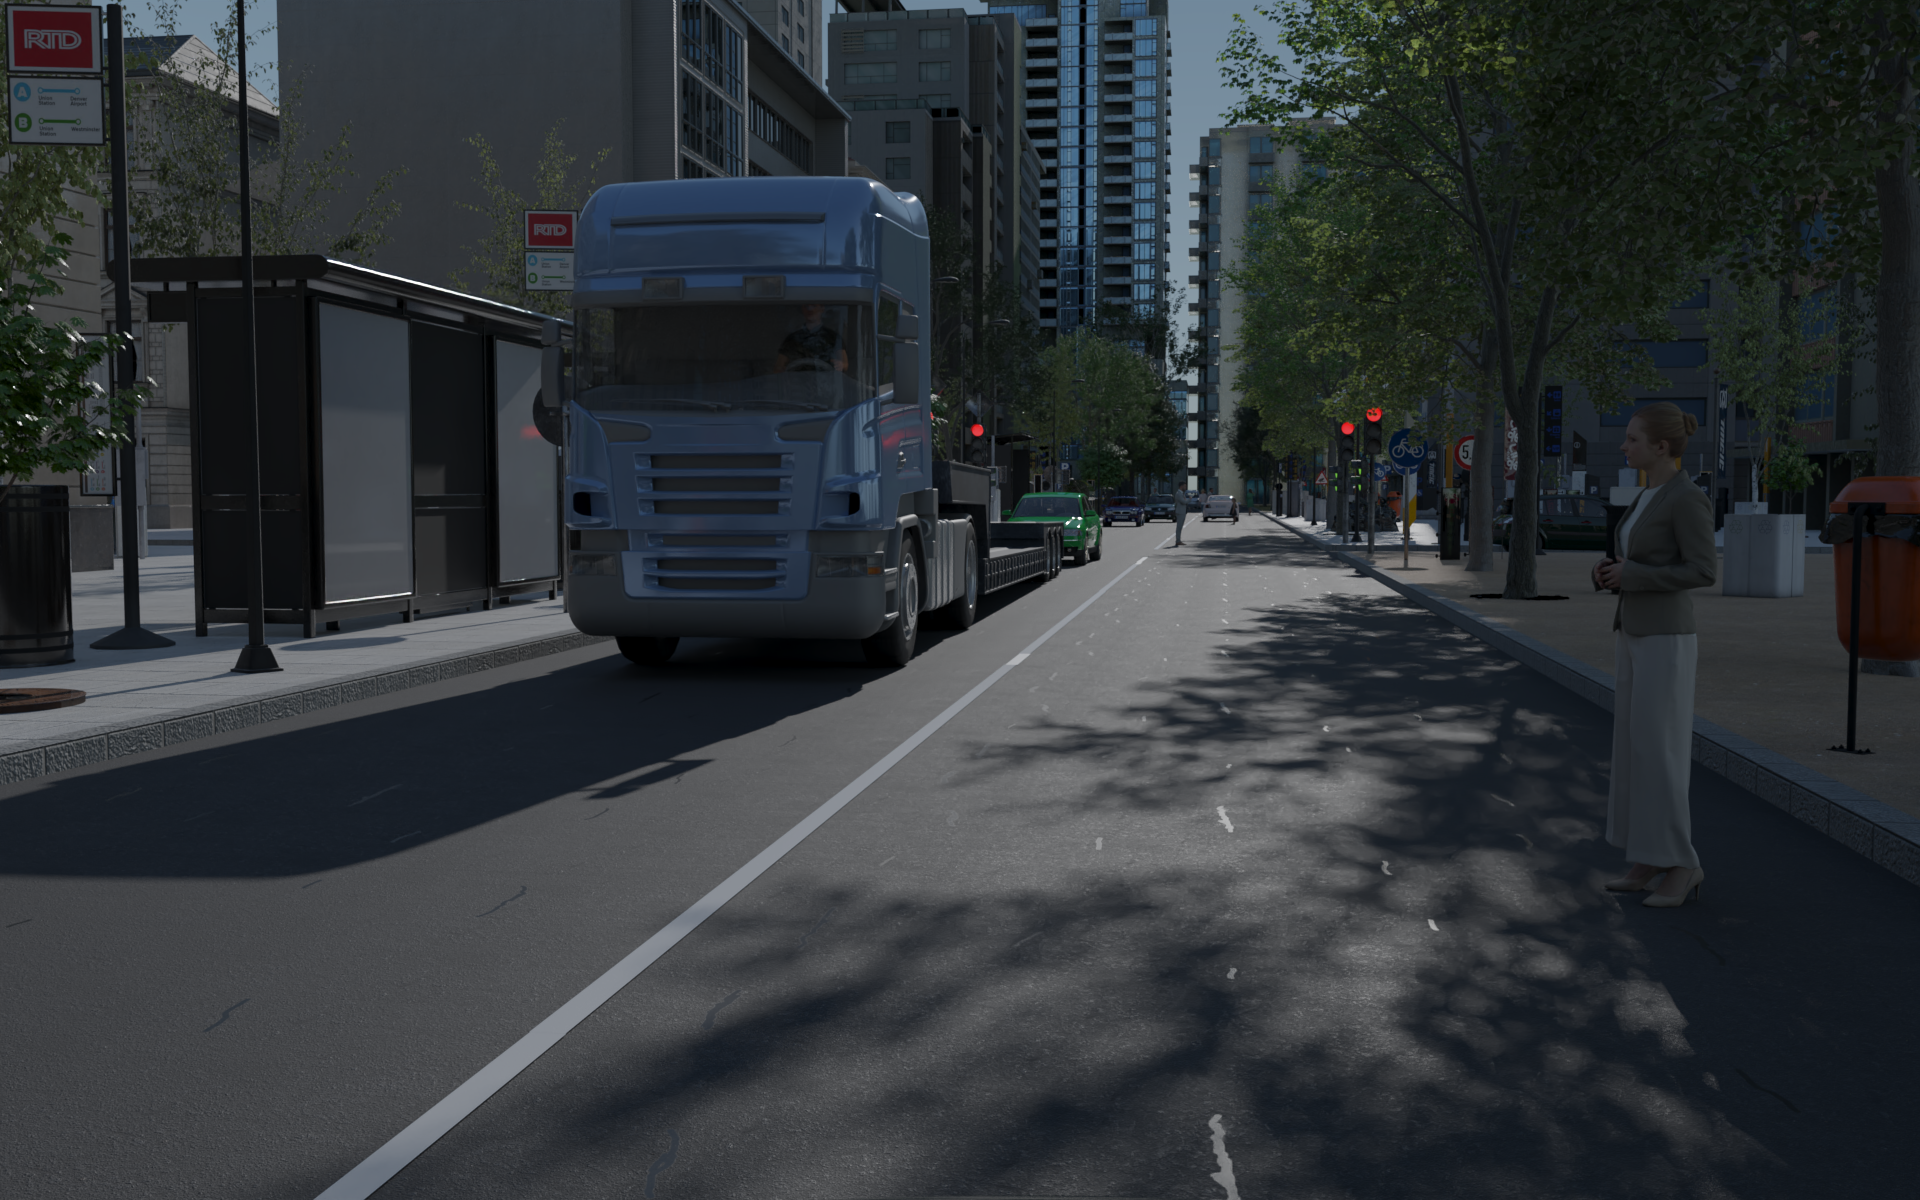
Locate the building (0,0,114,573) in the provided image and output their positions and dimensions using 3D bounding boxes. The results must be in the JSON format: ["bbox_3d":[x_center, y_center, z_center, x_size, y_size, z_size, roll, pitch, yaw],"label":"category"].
[{"bbox_3d":[-27.141,-13.913,24.736,25.104,27.353,12.463,1,4,9],"label":"building"}]

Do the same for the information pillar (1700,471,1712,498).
[{"bbox_3d":[24.293,-3.178,56.454,0.304,2.012,0.304,3,5,42],"label":"information pillar"}]

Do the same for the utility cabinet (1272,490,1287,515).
[{"bbox_3d":[19.878,-6.011,106.964,1.173,1.500,0.318,3,5,42],"label":"utility cabinet"}]

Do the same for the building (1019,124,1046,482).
[{"bbox_3d":[-4.203,-29.446,173.327,23.993,40.220,32.217,1,4,9],"label":"building"}]

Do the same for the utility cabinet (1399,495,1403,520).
[{"bbox_3d":[21.675,-4.522,85.093,1.020,1.237,0.306,0,4,3],"label":"utility cabinet"}]

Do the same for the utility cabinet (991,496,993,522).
[{"bbox_3d":[0.447,-2.504,52.101,1.020,1.237,0.306,1,4,19],"label":"utility cabinet"}]

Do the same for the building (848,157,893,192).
[{"bbox_3d":[-9.004,-16.168,100.504,11.583,22.565,21.152,1,4,9],"label":"building"}]

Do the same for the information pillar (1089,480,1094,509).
[{"bbox_3d":[6.751,-5.196,89.443,0.304,2.012,0.304,1,4,22],"label":"information pillar"}]

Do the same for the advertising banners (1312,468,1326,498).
[{"bbox_3d":[23.586,-7.194,113.807,0.090,3.025,2.074,-1,4,-13],"label":"advertising banners"}]

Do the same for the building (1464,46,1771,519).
[{"bbox_3d":[38.347,-34.224,101.556,21.231,58.520,28.212,1,4,9],"label":"building"}]

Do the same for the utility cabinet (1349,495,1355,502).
[{"bbox_3d":[17.444,-4.087,77.988,0.306,1.237,1.020,2,4,33],"label":"utility cabinet"}]

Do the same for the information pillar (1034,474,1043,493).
[{"bbox_3d":[2.885,-3.637,63.955,0.304,2.012,0.304,0,4,6],"label":"information pillar"}]

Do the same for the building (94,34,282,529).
[{"bbox_3d":[-37.222,-12.498,68.973,19.286,19.102,10.561,1,4,9],"label":"building"}]

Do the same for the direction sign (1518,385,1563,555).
[{"bbox_3d":[12.140,-2.711,36.329,0.876,3.537,0.379,1,4,19],"label":"direction sign"}]

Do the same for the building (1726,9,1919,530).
[{"bbox_3d":[43.929,-24.914,61.965,28.867,44.769,22.147,1,4,9],"label":"building"}]

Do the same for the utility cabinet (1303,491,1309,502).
[{"bbox_3d":[22.765,-6.447,114.084,0.318,1.500,1.173,0,4,5],"label":"utility cabinet"}]

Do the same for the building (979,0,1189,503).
[{"bbox_3d":[14.360,-55.851,225.827,31.000,86.520,22.319,1,4,9],"label":"building"}]

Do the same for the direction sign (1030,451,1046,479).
[{"bbox_3d":[4.028,-6.008,90.225,0.876,3.537,0.379,-1,4,-10],"label":"direction sign"}]

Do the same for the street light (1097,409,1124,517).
[{"bbox_3d":[8.148,-7.483,94.882,1.470,5.913,1.316,1,4,9],"label":"street light"}]

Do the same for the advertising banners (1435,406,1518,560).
[{"bbox_3d":[10.217,-2.306,33.897,2.074,3.025,0.090,-1,4,-21],"label":"advertising banners"}]

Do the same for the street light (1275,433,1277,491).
[{"bbox_3d":[17.661,-7.508,95.296,1.470,5.913,1.316,1,4,9],"label":"street light"}]

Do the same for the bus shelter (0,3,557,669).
[{"bbox_3d":[-6.328,-2.395,16.788,2.179,5.291,8.768,1,4,9],"label":"bus shelter"}]

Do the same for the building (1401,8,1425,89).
[{"bbox_3d":[52.450,-33.327,164.496,23.786,49.044,30.456,1,4,9],"label":"building"}]

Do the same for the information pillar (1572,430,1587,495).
[{"bbox_3d":[22.468,-4.375,62.883,0.504,3.616,0.183,1,4,23],"label":"information pillar"}]

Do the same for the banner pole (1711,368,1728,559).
[{"bbox_3d":[15.136,-2.724,34.550,0.401,3.779,0.863,3,5,43],"label":"banner pole"}]

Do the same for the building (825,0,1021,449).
[{"bbox_3d":[-2.714,-28.156,143.942,14.154,41.232,14.086,1,4,9],"label":"building"}]

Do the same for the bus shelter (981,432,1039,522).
[{"bbox_3d":[1.963,-4.761,69.130,1.731,3.624,6.357,1,4,9],"label":"bus shelter"}]

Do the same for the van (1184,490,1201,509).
[{"bbox_3d":[22.131,-9.678,165.246,2.013,2.044,4.112,0,4,7],"label":"van"}]

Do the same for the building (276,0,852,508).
[{"bbox_3d":[-14.667,-15.622,74.482,14.314,24.678,30.058,1,4,9],"label":"building"}]

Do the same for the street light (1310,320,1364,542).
[{"bbox_3d":[10.070,-4.505,46.203,1.470,5.913,1.316,1,4,9],"label":"street light"}]

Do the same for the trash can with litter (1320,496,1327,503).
[{"bbox_3d":[20.589,-5.386,99.449,1.055,1.170,0.624,-1,4,-18],"label":"trash can with litter"}]

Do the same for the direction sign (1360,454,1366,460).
[{"bbox_3d":[22.753,-6.500,98.274,0.379,3.537,0.876,-1,4,-22],"label":"direction sign"}]

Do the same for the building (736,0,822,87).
[{"bbox_3d":[-26.238,-45.433,181.076,20.611,71.187,20.563,1,4,9],"label":"building"}]

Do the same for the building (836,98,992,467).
[{"bbox_3d":[-5.508,-21.943,130.463,14.160,30.474,14.107,1,4,9],"label":"building"}]

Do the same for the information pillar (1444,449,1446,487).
[{"bbox_3d":[25.245,-6.020,89.788,0.504,3.616,0.183,-3,5,-44],"label":"information pillar"}]

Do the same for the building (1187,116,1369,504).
[{"bbox_3d":[44.810,-36.894,222.826,30.456,49.044,23.786,1,4,9],"label":"building"}]

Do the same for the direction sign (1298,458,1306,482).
[{"bbox_3d":[21.249,-7.132,108.606,0.876,3.537,0.379,2,4,27],"label":"direction sign"}]

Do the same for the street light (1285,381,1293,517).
[{"bbox_3d":[13.946,-6.007,70.755,1.470,5.913,1.316,1,4,9],"label":"street light"}]

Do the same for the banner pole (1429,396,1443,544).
[{"bbox_3d":[12.346,-3.333,44.511,0.401,3.779,0.863,1,4,16],"label":"banner pole"}]

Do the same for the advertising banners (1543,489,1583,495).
[{"bbox_3d":[18.320,-3.514,53.646,2.074,3.025,0.090,-1,4,-9],"label":"advertising banners"}]

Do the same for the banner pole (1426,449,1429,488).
[{"bbox_3d":[23.189,-5.782,84.551,0.863,3.779,0.401,1,4,13],"label":"banner pole"}]

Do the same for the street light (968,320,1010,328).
[{"bbox_3d":[0.636,-4.515,46.358,1.470,5.913,1.316,1,4,9],"label":"street light"}]

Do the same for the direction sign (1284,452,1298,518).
[{"bbox_3d":[17.758,-6.217,93.649,0.379,3.537,0.876,-1,4,-17],"label":"direction sign"}]

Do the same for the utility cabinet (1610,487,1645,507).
[{"bbox_3d":[20.415,-2.694,52.733,1.173,1.500,0.318,1,4,15],"label":"utility cabinet"}]

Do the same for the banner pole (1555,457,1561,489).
[{"bbox_3d":[26.457,-5.298,76.634,0.401,3.779,0.863,3,4,36],"label":"banner pole"}]

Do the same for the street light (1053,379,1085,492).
[{"bbox_3d":[4.359,-5.985,70.401,1.470,5.913,1.316,1,4,9],"label":"street light"}]

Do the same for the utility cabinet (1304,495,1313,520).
[{"bbox_3d":[16.922,-4.454,83.983,0.306,1.237,1.020,0,4,2],"label":"utility cabinet"}]

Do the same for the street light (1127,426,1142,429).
[{"bbox_3d":[11.766,-8.954,118.941,1.470,5.913,1.316,1,4,9],"label":"street light"}]

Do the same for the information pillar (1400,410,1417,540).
[{"bbox_3d":[12.621,-3.501,48.601,0.504,3.616,0.183,-3,4,-36],"label":"information pillar"}]

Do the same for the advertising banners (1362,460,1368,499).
[{"bbox_3d":[20.646,-5.632,88.275,0.090,3.025,2.074,1,4,20],"label":"advertising banners"}]
